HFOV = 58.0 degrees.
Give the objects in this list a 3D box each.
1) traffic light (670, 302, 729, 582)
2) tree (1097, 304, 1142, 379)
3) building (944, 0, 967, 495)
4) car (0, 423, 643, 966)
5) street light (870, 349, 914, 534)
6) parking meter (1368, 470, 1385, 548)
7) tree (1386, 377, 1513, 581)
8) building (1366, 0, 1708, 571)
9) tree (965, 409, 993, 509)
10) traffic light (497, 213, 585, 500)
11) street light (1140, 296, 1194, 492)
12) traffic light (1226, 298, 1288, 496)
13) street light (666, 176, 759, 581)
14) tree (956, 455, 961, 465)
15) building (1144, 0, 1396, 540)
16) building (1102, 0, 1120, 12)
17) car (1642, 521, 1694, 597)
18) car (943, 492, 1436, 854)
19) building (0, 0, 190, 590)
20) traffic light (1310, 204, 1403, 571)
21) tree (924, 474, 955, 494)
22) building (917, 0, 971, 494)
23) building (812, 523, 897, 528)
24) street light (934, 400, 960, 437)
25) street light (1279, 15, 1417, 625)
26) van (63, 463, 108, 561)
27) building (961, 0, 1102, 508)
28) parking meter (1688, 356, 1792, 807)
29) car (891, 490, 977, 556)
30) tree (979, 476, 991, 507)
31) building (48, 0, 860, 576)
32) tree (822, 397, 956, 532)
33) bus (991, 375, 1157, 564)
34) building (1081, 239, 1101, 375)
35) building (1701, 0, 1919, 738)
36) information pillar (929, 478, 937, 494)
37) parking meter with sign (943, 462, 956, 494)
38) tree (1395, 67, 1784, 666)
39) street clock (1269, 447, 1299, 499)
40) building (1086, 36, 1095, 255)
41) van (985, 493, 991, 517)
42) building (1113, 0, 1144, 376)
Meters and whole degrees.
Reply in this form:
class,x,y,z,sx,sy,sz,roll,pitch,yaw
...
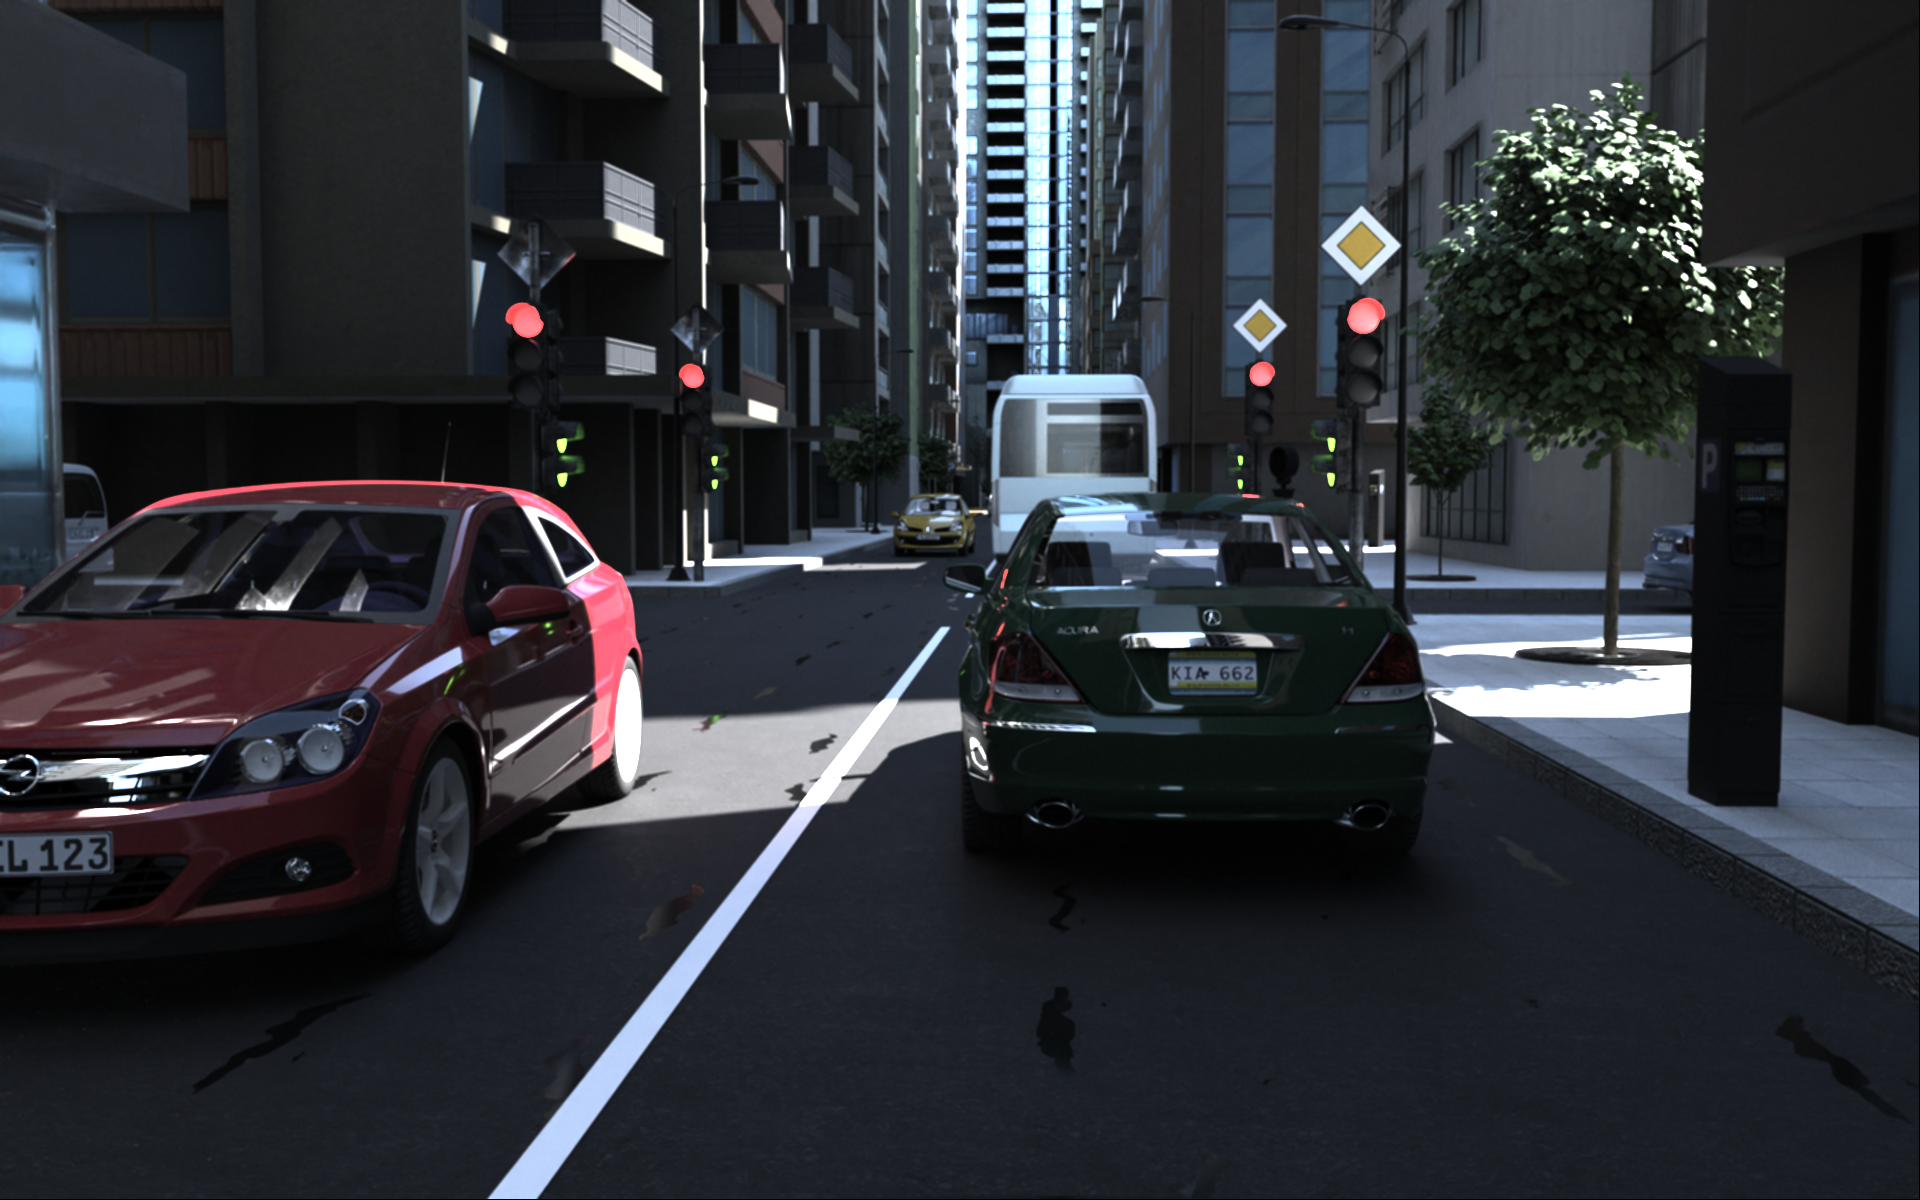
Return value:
class,x,y,z,sx,sy,sz,roll,pitch,yaw
traffic light,-3.823,-2.227,25.340,0.839,4.253,0.868,0,4,3
tree,7.176,-7.084,66.184,4.360,8.622,3.978,0,3,0
building,-6.788,-29.890,138.805,14.600,45.320,14.200,0,4,3
car,-2.474,0.140,6.758,2.155,1.783,4.494,0,4,1
street light,-2.183,-5.078,55.563,1.470,5.913,1.316,0,4,3
parking meter,9.950,-2.183,41.402,0.255,1.863,0.399,3,4,37
tree,7.128,-1.918,25.962,1.663,3.219,1.824,0,3,0
building,15.643,-21.227,30.648,14.086,41.232,14.154,0,4,3
tree,2.067,-12.286,151.235,4.360,8.622,3.978,0,3,0
traffic light,-4.223,-1.740,17.365,0.839,4.253,0.868,0,4,3
street light,4.918,-4.175,40.805,1.470,5.913,1.316,0,4,3
traffic light,4.278,-2.204,24.951,0.839,4.253,0.868,0,4,3
street light,-3.632,-3.237,25.460,1.470,5.913,1.316,0,4,3
tree,-1.676,-5.978,81.450,4.285,4.588,4.351,0,3,0
building,13.039,-24.682,53.668,14.600,45.320,14.200,0,4,3
building,15.915,-26.063,109.719,14.154,41.232,14.086,0,4,3
car,10.747,-0.555,21.072,4.499,1.417,2.014,0,4,4
car,0.956,0.211,8.346,2.131,1.459,4.920,0,4,2
building,-20.683,-23.521,4.174,30.456,49.044,23.786,0,4,3
traffic light,3.878,-1.716,16.976,0.839,4.253,0.868,0,4,3
tree,-1.113,-5.839,90.072,1.663,3.219,1.824,0,3,0
building,-11.477,-30.351,115.851,23.786,49.044,30.456,0,4,3
building,-9.143,-23.515,68.059,14.154,41.232,14.086,0,4,3
street light,-0.723,-6.902,85.390,1.470,5.913,1.316,0,4,3
street light,3.800,-2.717,16.967,1.470,5.913,1.316,0,4,3
van,-13.537,-0.977,22.983,4.112,2.044,2.013,0,4,5
building,8.262,-53.825,192.715,31.000,86.520,22.319,0,4,3
parking meter,3.235,-0.091,7.195,0.255,1.863,0.399,0,4,2
car,-0.574,-1.889,41.102,2.015,1.641,3.980,0,4,4
tree,3.218,-10.950,173.638,1.663,3.219,1.824,0,3,0
building,-14.124,-23.493,38.742,22.147,44.769,28.867,0,4,3
tree,-3.214,-4.593,58.817,4.285,4.588,4.351,0,3,0
bus,2.150,-2.354,33.350,2.948,3.499,13.247,0,4,3
building,23.281,-17.523,131.533,27.650,21.520,28.899,0,4,3
building,11.184,-21.536,2.228,14.600,45.320,14.200,0,4,3
information pillar,-1.227,-4.519,78.385,0.304,2.012,0.304,1,4,11
parking meter with sign,-0.724,-6.101,96.010,0.543,3.016,1.738,-1,4,-15
tree,5.114,-1.814,13.372,4.285,4.588,4.351,0,3,0
street clock,4.940,-1.339,26.460,0.358,2.002,0.471,-2,4,-25
building,19.209,-31.628,167.224,14.600,45.320,14.200,0,4,3
van,2.636,-6.302,110.044,2.013,2.044,4.112,0,4,2
building,18.898,-28.377,83.571,23.786,49.044,30.456,0,4,3
